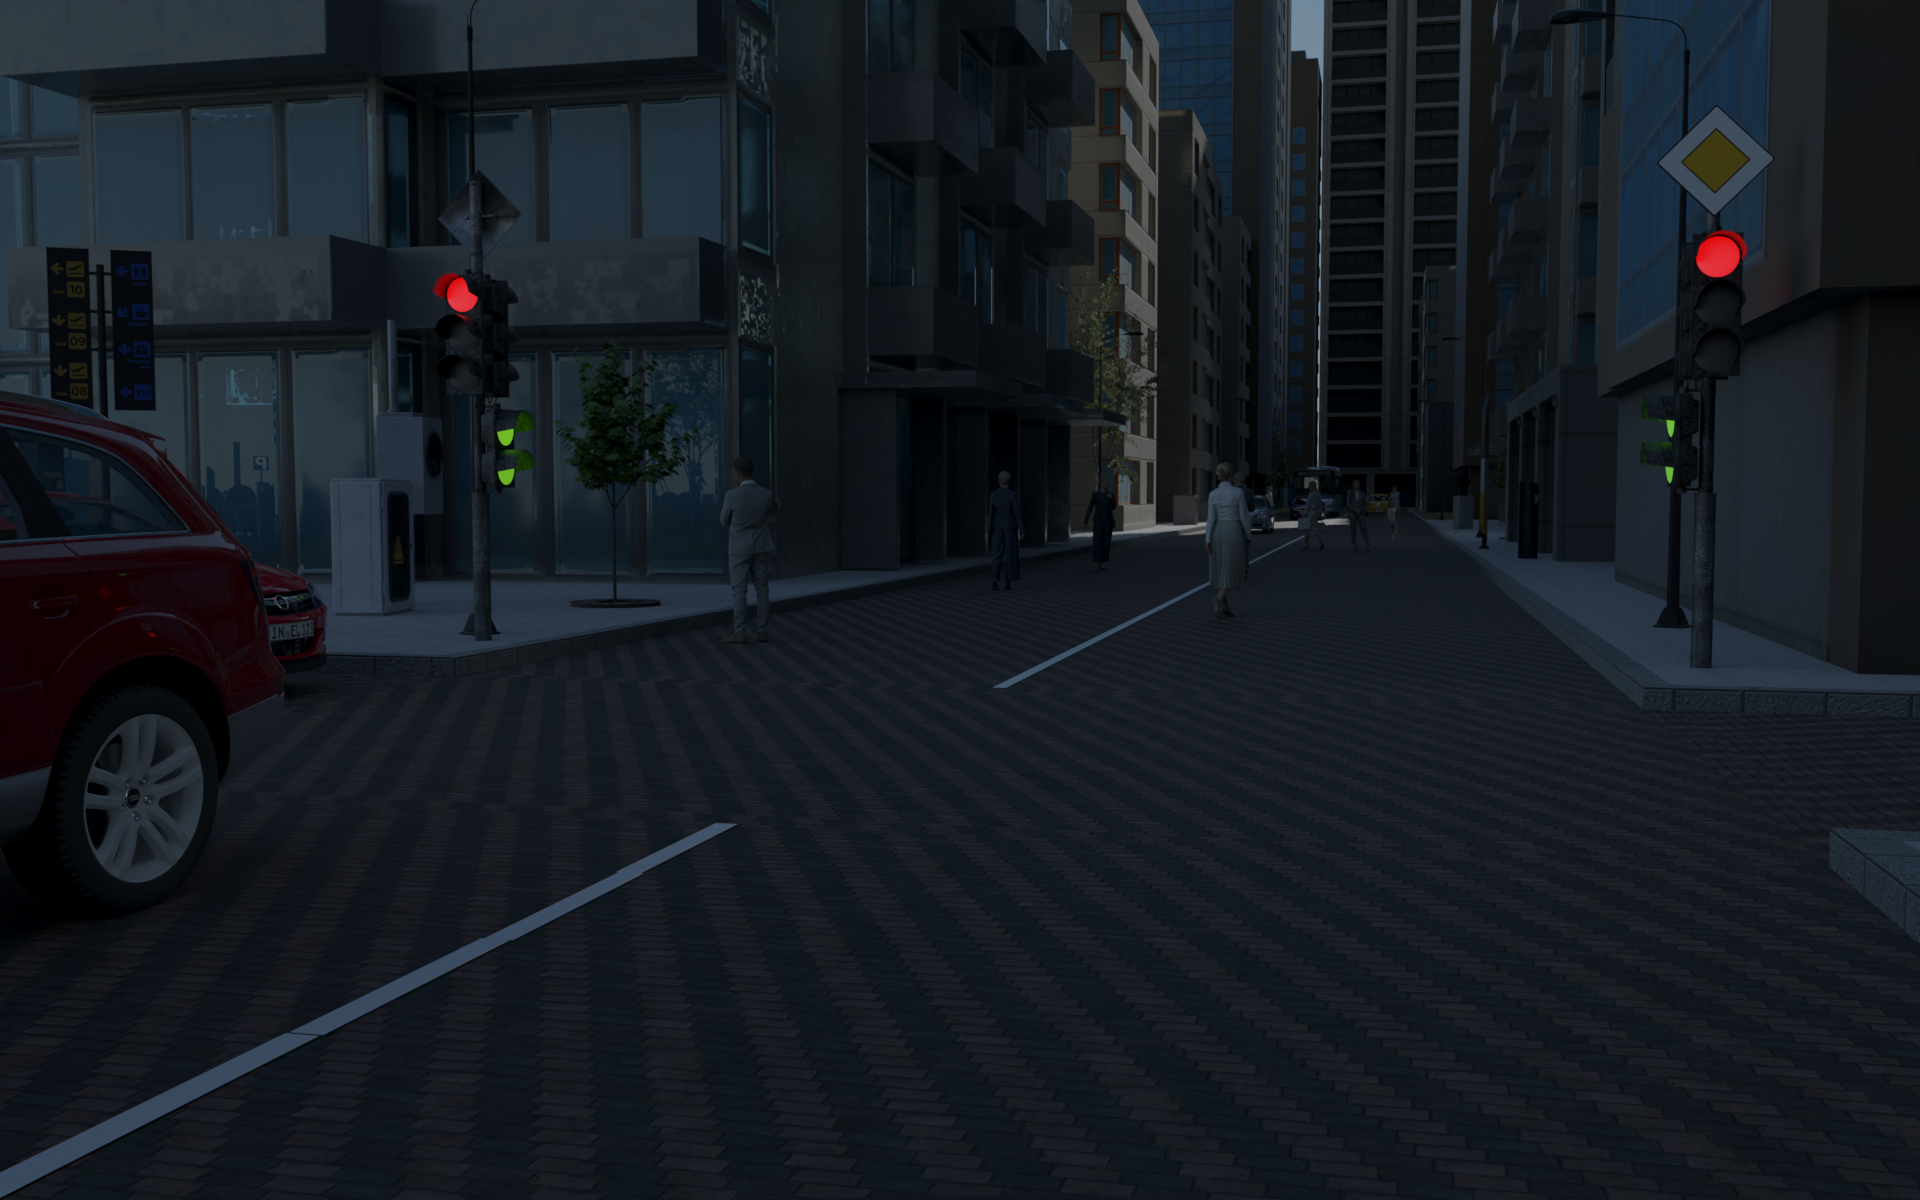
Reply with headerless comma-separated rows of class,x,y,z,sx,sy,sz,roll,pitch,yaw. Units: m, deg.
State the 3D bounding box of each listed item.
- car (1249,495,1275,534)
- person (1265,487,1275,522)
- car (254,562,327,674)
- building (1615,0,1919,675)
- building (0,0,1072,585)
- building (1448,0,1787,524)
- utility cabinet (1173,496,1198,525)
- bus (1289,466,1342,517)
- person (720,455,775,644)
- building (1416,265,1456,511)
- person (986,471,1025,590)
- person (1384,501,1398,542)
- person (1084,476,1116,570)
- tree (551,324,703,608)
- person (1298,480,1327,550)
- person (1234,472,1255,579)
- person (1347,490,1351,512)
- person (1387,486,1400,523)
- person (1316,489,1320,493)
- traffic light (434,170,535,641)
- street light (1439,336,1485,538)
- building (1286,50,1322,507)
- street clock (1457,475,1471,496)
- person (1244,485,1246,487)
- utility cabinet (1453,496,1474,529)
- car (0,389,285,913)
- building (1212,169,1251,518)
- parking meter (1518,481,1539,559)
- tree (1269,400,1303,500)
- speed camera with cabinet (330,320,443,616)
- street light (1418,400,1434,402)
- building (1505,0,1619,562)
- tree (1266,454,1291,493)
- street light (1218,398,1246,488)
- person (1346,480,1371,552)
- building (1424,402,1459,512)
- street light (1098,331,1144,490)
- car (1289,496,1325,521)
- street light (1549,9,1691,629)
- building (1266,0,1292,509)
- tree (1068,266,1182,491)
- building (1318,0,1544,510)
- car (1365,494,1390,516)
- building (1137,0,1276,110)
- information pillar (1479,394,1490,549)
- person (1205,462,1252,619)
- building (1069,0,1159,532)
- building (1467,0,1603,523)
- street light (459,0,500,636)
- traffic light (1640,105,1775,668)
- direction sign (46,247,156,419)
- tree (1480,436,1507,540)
car,10.626,-3.171,63.842,2.014,1.417,4.499,1,4,13
person,15.433,-4.744,86.293,0.641,1.798,0.478,0,4,-1
car,-6.782,-0.218,12.604,4.494,1.783,2.155,1,4,15
building,14.470,-22.361,15.710,14.200,45.320,14.600,1,4,14
building,-9.314,-25.563,37.570,23.786,49.044,30.456,1,4,14
building,33.540,-26.938,90.551,14.600,45.320,14.200,1,4,14
utility cabinet,9.450,-3.751,72.486,1.020,1.237,0.306,2,4,34
bus,23.152,-7.160,111.921,2.948,3.499,13.247,1,4,14
person,-2.080,-0.494,16.764,0.511,1.800,0.466,-3,5,-45
building,52.155,-18.181,142.296,27.650,21.520,28.899,1,4,14
person,0.680,-1.033,25.813,0.576,1.772,0.534,0,4,3
person,12.896,-2.351,51.956,0.382,1.210,0.505,-3,4,-36
person,2.677,-1.469,32.935,0.576,1.772,0.534,-2,4,-30
tree,-4.031,-1.536,19.723,1.663,3.219,1.824,0,3,0
person,9.031,-2.169,44.319,0.694,1.780,0.624,-2,4,-27
person,4.663,-1.267,29.397,0.661,1.801,0.590,-2,4,-25
person,30.765,-7.783,136.477,0.721,1.736,1.217,1,4,12
person,21.037,-4.613,84.010,0.616,1.811,0.778,2,4,25
person,20.406,-5.588,99.728,0.599,1.838,0.709,-2,4,-35
traffic light,-4.163,-1.598,15.053,0.839,4.253,0.868,1,4,14
street light,14.832,-4.799,51.011,1.470,5.913,1.316,1,4,14
building,29.315,-32.213,176.786,14.200,45.320,14.600,1,4,14
street clock,19.330,-3.785,66.456,0.471,2.002,0.358,-1,4,-18
person,13.107,-4.360,79.882,0.850,1.850,0.679,-3,5,-44
utility cabinet,18.434,-3.199,63.463,0.306,1.237,1.020,3,5,44
car,-4.148,0.240,4.753,2.281,1.827,5.304,1,4,15
building,2.640,-15.951,105.836,27.650,21.520,28.899,1,4,14
parking meter,11.291,-1.590,34.400,0.372,1.533,0.369,0,3,0
tree,24.365,-11.223,133.859,4.360,8.622,3.978,0,3,0
speed camera with cabinet,-6.285,-1.514,19.090,0.660,3.252,2.038,0,4,1
street light,23.164,-6.882,85.054,1.470,5.913,1.316,1,4,14
building,22.323,-36.358,32.705,20.563,71.187,20.611,1,4,14
tree,25.003,-9.491,138.884,4.285,4.588,4.351,0,3,0
street light,13.121,-6.819,84.035,1.470,5.913,1.316,1,4,14
person,9.937,-2.103,43.153,0.520,1.790,0.573,-1,4,-13
building,42.333,-48.833,111.091,22.319,86.520,31.000,1,4,14
street light,4.551,-4.717,49.664,1.470,5.913,1.316,1,4,14
car,18.978,-5.012,94.525,1.945,1.354,3.894,1,4,15
street light,6.341,-2.697,16.644,1.470,5.913,1.316,1,4,14
building,18.437,-43.770,153.890,20.611,71.187,20.563,1,4,14
tree,4.667,-6.453,55.877,4.360,8.622,3.978,0,3,0
building,47.512,-45.090,175.469,20.611,71.187,20.563,1,4,14
car,27.289,-6.286,113.000,2.015,1.641,3.980,1,4,13
building,15.064,-28.997,124.205,14.600,45.320,14.200,1,4,14
information pillar,12.241,-2.999,40.394,0.183,3.616,0.504,2,4,28
person,3.059,-0.688,19.971,0.478,1.798,0.641,3,4,39
building,-4.365,-14.121,75.926,27.650,21.520,28.899,1,4,14
building,32.254,-27.266,65.410,23.786,49.044,30.456,1,4,14
street light,-3.873,-2.630,15.546,1.470,5.913,1.316,1,4,14
traffic light,5.464,-1.454,12.700,0.839,4.253,0.868,1,4,14
direction sign,-7.953,-1.475,16.112,0.876,3.537,0.379,-1,4,-19
tree,15.818,-3.328,49.012,1.663,3.219,1.824,0,3,0
